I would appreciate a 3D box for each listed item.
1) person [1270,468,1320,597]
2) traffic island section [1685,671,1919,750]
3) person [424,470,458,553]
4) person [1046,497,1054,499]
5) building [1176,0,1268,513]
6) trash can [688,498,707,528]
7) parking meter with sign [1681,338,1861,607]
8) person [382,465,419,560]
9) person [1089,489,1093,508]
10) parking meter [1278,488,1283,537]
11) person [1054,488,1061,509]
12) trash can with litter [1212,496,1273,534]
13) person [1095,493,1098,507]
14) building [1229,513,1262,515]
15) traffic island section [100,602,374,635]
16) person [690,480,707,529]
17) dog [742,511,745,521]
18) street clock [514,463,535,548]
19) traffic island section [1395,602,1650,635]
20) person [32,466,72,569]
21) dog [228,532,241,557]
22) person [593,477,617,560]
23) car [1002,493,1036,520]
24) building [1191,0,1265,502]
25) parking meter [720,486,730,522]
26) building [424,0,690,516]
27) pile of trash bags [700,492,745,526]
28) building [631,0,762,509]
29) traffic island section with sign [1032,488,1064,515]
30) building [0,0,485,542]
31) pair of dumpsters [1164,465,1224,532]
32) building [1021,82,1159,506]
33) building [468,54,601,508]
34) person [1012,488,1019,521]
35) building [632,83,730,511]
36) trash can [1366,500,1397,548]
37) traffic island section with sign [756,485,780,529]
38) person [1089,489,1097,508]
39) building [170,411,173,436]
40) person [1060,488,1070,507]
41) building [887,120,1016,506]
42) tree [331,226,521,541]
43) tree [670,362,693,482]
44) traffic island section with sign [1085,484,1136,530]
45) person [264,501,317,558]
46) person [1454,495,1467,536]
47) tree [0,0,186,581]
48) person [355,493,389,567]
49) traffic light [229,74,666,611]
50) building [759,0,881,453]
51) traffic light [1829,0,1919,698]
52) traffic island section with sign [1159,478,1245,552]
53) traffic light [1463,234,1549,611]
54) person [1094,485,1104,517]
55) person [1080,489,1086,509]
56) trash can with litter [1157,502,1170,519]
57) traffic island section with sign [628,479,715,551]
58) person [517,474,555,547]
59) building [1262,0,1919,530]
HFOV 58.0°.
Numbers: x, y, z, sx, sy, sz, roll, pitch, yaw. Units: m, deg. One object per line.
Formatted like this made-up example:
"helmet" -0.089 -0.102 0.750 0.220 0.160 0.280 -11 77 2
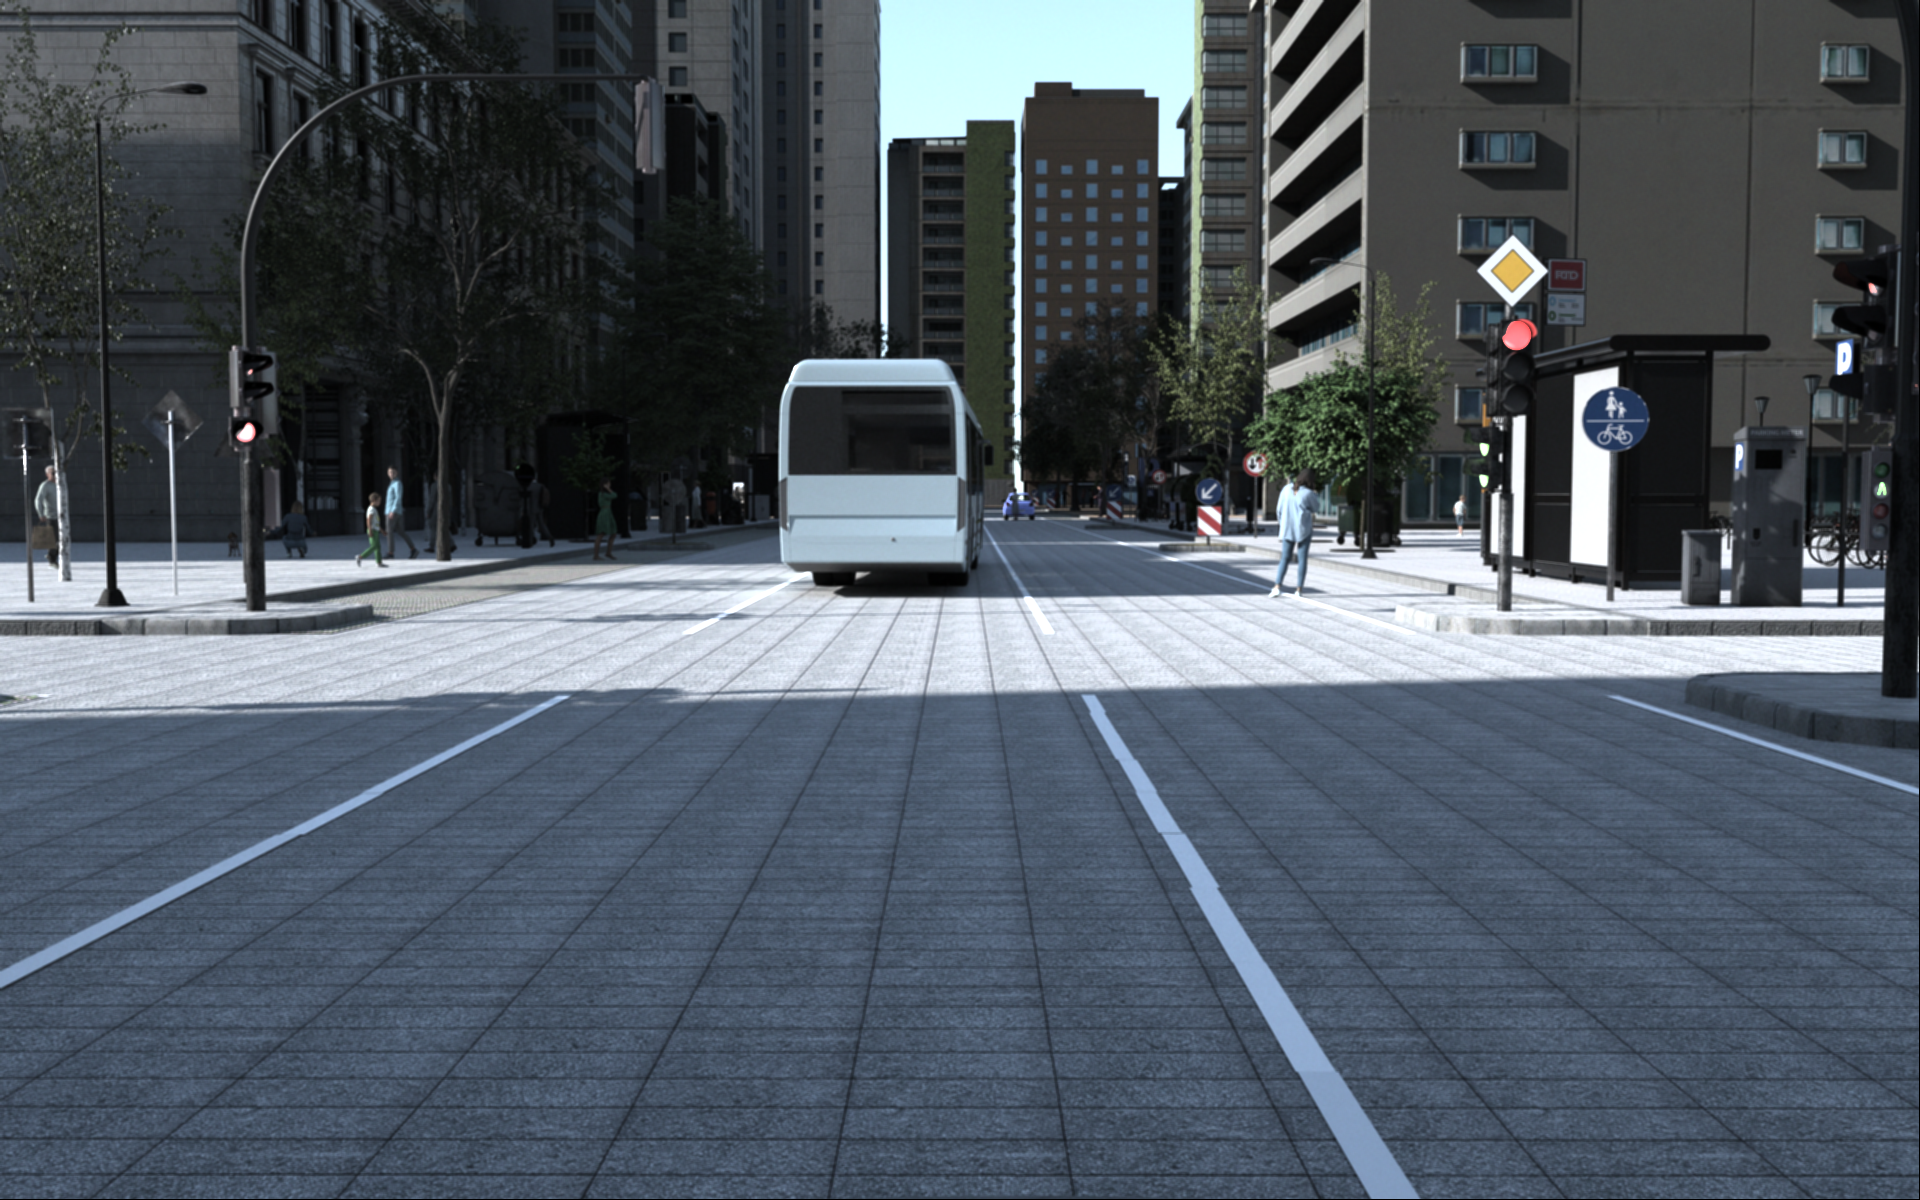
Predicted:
"person" 4.643 -0.934 24.040 0.793 1.790 0.793 0 4 -5
"traffic island section" 5.971 0.690 11.008 2.009 0.180 2.903 0 4 0
"person" -11.403 -1.944 37.937 0.767 1.812 0.694 2 4 28
"person" 9.025 -10.062 172.980 0.705 1.831 1.348 3 4 36
"building" 32.294 -27.992 149.546 32.217 40.220 23.993 0 4 0
"trash can" -9.864 -3.263 65.000 0.748 1.137 0.748 0 3 0
"parking meter with sign" 9.246 -1.441 19.824 1.738 3.016 0.543 1 4 9
"person" -10.994 -1.711 33.888 0.748 1.841 0.638 -1 4 -12
"person" 12.092 -9.313 159.102 0.721 1.735 1.217 0 4 -5
"parking meter" 9.707 -2.649 51.722 0.372 1.533 0.369 0 3 0
"person" 8.470 -8.968 152.606 0.705 1.831 1.348 3 4 38
"trash can with litter" 8.785 -2.734 55.752 2.233 1.210 1.678 -1 4 -14
"person" 13.249 -9.728 168.323 0.991 1.433 0.599 -3 5 -41
"building" 32.635 -25.620 110.768 32.217 40.220 23.993 0 4 0
"traffic island section" -7.751 0.199 19.031 2.009 0.180 2.903 0 4 0
"person" -9.640 -3.522 63.857 0.641 1.798 0.478 0 4 6
"dog" -10.237 -3.954 81.478 0.540 0.507 0.406 3 5 41
"street clock" -10.253 -2.219 40.852 0.471 2.002 0.358 -1 4 -11
"traffic island section" 5.990 0.201 18.993 2.009 0.180 2.903 0 4 0
"person" -15.611 -1.416 29.678 0.515 1.767 0.782 0 4 7
"dog" -14.964 -1.153 35.690 0.540 0.507 0.406 2 4 33
"person" -7.679 -1.754 37.420 0.529 1.795 0.600 -1 4 -17
"car" 3.308 -5.354 97.123 1.945 1.707 3.694 0 4 0
"building" 24.283 -27.323 130.319 14.154 41.232 14.086 0 4 0
"parking meter" -10.593 -4.432 78.167 0.399 1.863 0.255 -2 4 -24
"building" -33.347 -25.327 105.978 32.217 40.220 23.993 0 4 0
"pile of trash bags" -9.994 -3.788 71.683 1.912 1.369 3.447 0 4 3
"building" -28.603 -43.538 150.101 20.611 71.187 20.563 0 4 0
"traffic island section with sign" 6.239 -6.890 121.277 1.989 1.847 2.006 0 4 0
"building" -23.177 -11.969 46.596 10.553 20.767 40.483 0 4 0
"pair of dumpsters" 8.201 -3.559 60.679 1.574 2.255 4.437 0 3 0
"building" 14.021 -33.128 191.748 14.200 45.320 14.600 0 4 0
"building" -23.951 -14.749 77.303 11.583 22.565 21.152 0 4 0
"person" 2.950 -5.189 93.915 0.480 1.755 0.524 -3 5 -44
"building" -24.666 -21.633 125.405 14.160 30.474 14.107 0 4 0
"trash can" 10.086 -1.828 41.540 0.748 1.137 0.748 0 3 0
"traffic island section with sign" -7.308 -3.838 71.371 1.989 1.847 2.006 0 4 0
"person" 12.554 -9.675 164.166 0.705 1.831 1.348 -2 4 -25
"building" -53.014 -37.220 150.538 28.212 58.520 21.231 0 4 0
"person" 9.983 -9.759 165.633 1.348 1.821 0.705 2 4 30
"building" -1.000 -31.134 192.639 14.086 41.232 14.154 0 4 0
"tree" -14.723 -5.900 46.829 4.360 8.622 3.978 0 3 0
"tree" -15.130 -7.789 77.712 4.737 8.622 4.395 0 3 0
"traffic island section with sign" 6.117 -3.800 70.762 1.989 1.847 2.006 0 4 0
"person" -13.487 -1.428 34.893 1.012 1.151 0.738 -1 4 -21
"person" 15.207 -2.565 52.667 0.352 1.250 0.332 -2 4 -26
"tree" -13.211 -4.569 25.061 4.360 8.622 3.978 0 3 0
"person" -10.268 -1.218 30.211 0.590 1.304 0.306 -3 4 -36
"traffic light" -5.619 -2.707 18.926 4.771 5.953 1.251 0 4 0
"building" -23.080 -39.958 195.314 28.212 58.520 21.231 0 4 0
"traffic light" 3.839 -2.207 10.758 4.771 5.953 1.251 0 4 0
"traffic island section with sign" 6.056 -2.138 43.591 1.989 1.847 2.006 0 4 0
"traffic light" 5.950 -1.832 18.879 0.839 4.253 0.868 0 4 0
"person" 7.808 -5.561 97.413 0.568 1.767 0.683 0 4 -6
"person" 10.891 -9.007 154.020 0.721 1.743 1.217 1 4 18
"trash can with litter" 10.423 -4.664 87.640 1.055 1.170 0.624 2 4 33
"traffic island section with sign" -7.356 -2.189 44.416 1.989 1.847 2.006 0 4 0
"person" -10.218 -2.184 41.713 0.822 1.834 0.622 2 4 26
"building" 25.168 -27.377 71.311 21.300 48.544 21.600 0 4 0
